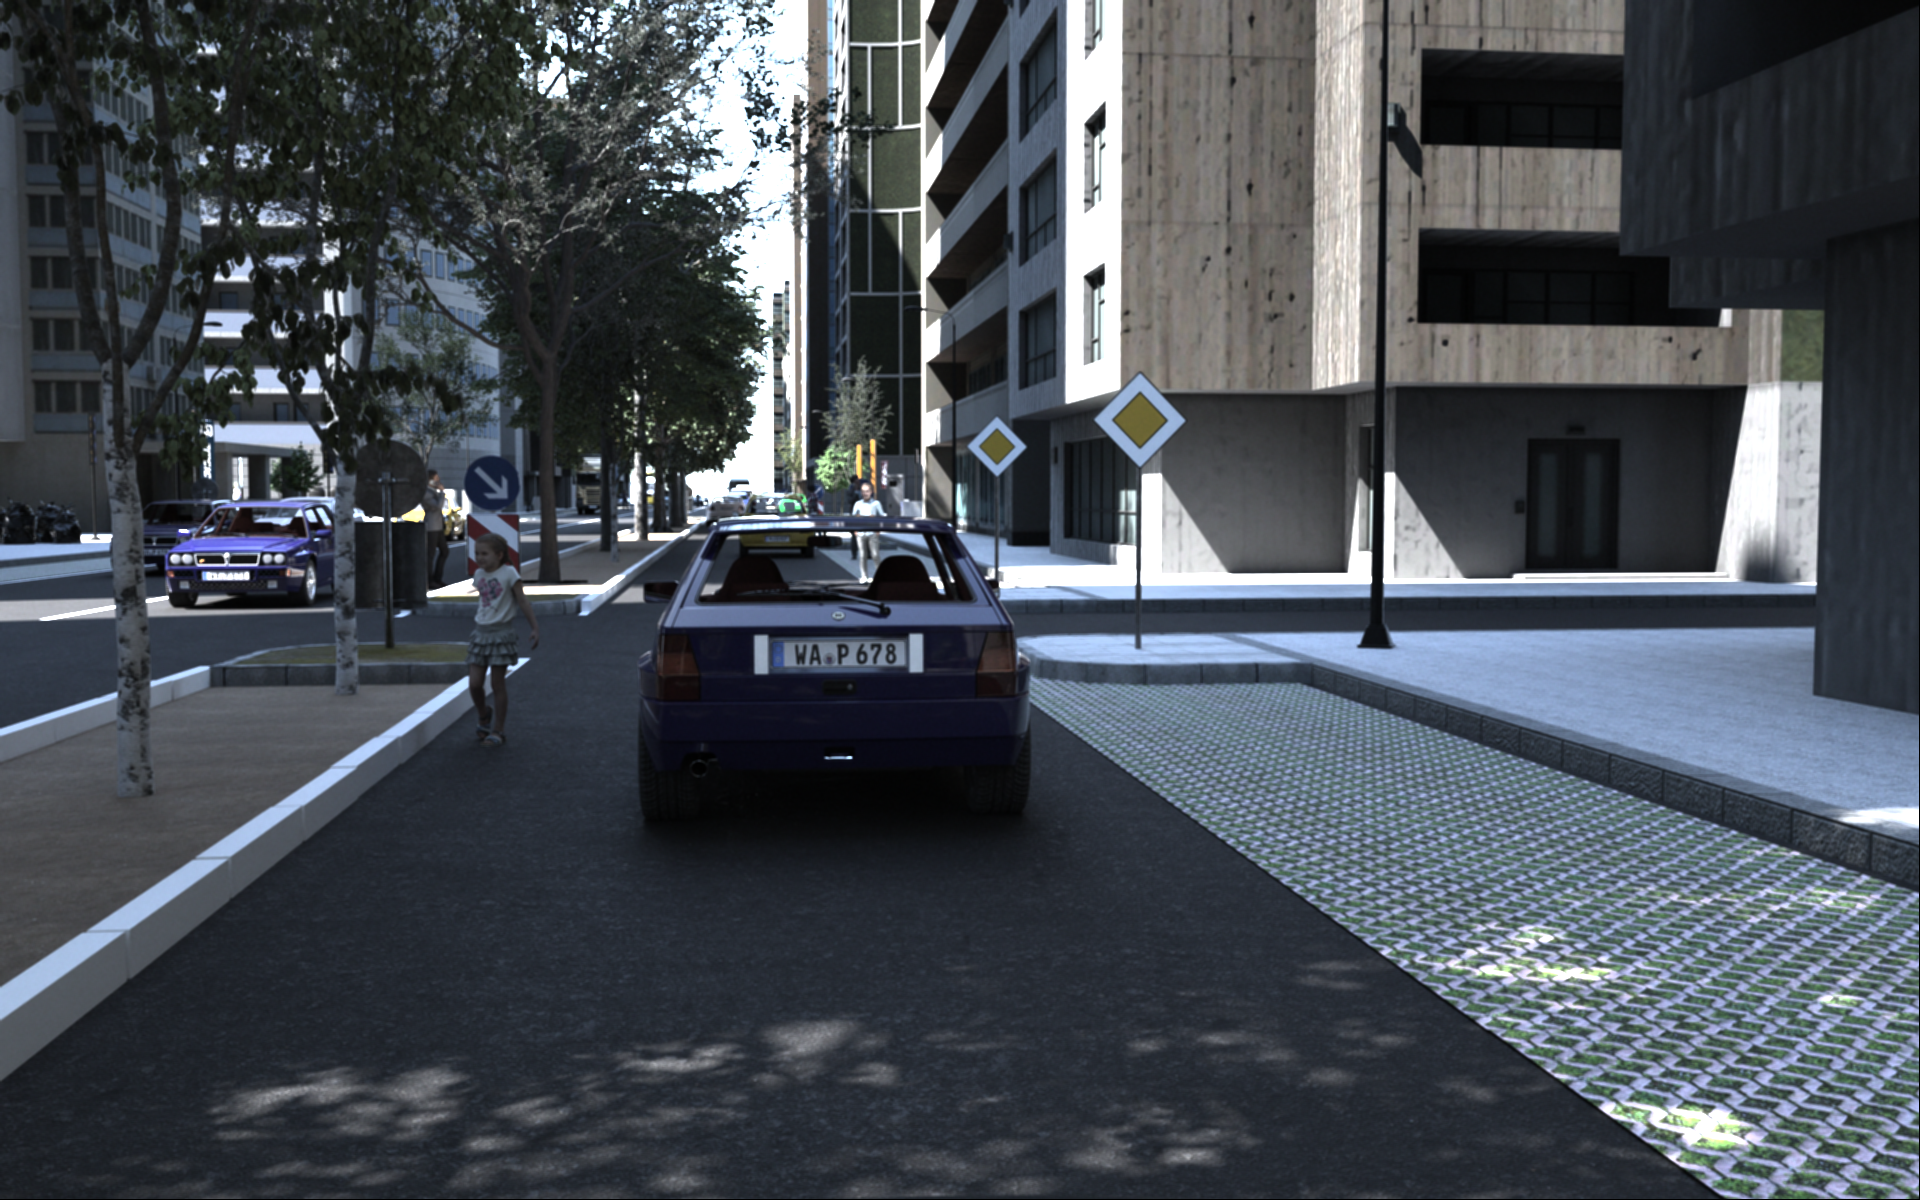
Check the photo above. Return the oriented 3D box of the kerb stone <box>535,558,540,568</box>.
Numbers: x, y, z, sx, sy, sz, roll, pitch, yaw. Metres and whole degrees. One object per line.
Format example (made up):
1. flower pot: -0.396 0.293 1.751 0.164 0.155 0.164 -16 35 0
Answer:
1. kerb stone: -8.208 -0.680 33.320 0.120 0.150 1.000 0 4 -7

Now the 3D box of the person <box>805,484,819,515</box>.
1. person: -4.374 -2.608 51.977 0.643 1.720 0.563 -1 4 -16

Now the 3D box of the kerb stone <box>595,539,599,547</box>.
1. kerb stone: -9.877 -1.488 46.526 0.120 0.150 1.000 0 4 -7

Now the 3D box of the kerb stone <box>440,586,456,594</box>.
1. kerb stone: -6.916 -0.056 23.152 0.120 0.150 1.000 0 4 -7

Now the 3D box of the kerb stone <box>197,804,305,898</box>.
1. kerb stone: -2.702 0.953 6.620 0.120 0.150 1.000 0 4 -7

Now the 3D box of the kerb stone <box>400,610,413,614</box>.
1. kerb stone: -6.664 0.070 21.110 0.120 0.150 1.000 0 4 -7

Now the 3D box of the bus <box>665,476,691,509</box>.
1. bus: -27.063 -10.384 164.642 2.948 3.499 13.247 0 4 -7

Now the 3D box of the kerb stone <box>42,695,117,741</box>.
1. kerb stone: -5.309 0.722 10.417 0.120 0.150 1.000 0 4 -7

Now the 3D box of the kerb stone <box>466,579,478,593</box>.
1. kerb stone: -7.180 -0.179 25.199 0.120 0.150 1.000 0 4 -7

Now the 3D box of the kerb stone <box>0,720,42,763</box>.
1. kerb stone: -5.174 0.782 9.404 0.120 0.150 1.000 0 4 -7

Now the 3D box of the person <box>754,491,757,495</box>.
1. person: -26.670 -13.305 226.054 1.348 1.823 0.705 0 4 -3

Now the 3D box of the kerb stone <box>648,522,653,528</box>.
1. kerb stone: -13.886 -3.415 78.073 0.120 0.150 1.000 0 4 -7

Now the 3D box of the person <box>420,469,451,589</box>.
1. person: -7.971 -1.079 26.331 0.473 1.802 0.592 0 4 6

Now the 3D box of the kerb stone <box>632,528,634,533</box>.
1. kerb stone: -11.811 -2.422 61.788 0.120 0.150 1.000 0 4 -7

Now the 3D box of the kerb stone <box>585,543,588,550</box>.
1. kerb stone: -9.497 -1.302 43.482 0.120 0.150 1.000 0 4 -7

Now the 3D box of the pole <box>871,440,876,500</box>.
1. pole: -3.256 -4.365 65.211 0.158 3.312 0.155 0 3 0

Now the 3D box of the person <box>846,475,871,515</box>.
1. person: -2.145 -1.799 37.720 0.655 1.846 0.447 -2 4 -24

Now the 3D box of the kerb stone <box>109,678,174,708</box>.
1. kerb stone: -5.430 0.658 11.432 0.120 0.150 1.000 0 4 -7

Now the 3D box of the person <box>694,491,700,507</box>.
1. person: -28.861 -11.119 190.380 0.705 1.814 1.350 -2 4 -34

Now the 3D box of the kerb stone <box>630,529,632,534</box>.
1. kerb stone: -11.686 -2.360 60.774 0.120 0.150 1.000 0 4 -7

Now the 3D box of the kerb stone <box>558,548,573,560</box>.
1. kerb stone: -8.976 -1.052 39.417 0.120 0.150 1.000 0 4 -7

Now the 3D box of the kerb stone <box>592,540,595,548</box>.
1. kerb stone: -9.755 -1.426 45.512 0.120 0.150 1.000 0 4 -7

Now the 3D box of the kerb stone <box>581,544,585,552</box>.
1. kerb stone: -9.365 -1.240 42.469 0.120 0.150 1.000 0 4 -7

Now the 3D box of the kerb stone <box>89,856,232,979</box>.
1. kerb stone: -2.572 1.017 5.602 0.120 0.150 1.000 0 4 -7

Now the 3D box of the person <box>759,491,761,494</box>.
1. person: -19.327 -9.730 168.108 1.217 1.766 0.721 1 4 22

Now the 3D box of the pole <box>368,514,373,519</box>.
1. pole: -29.994 -5.762 88.055 0.158 3.312 0.155 0 3 0

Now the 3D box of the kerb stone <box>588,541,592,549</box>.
1. kerb stone: -9.620 -1.364 44.497 0.120 0.150 1.000 0 4 -7

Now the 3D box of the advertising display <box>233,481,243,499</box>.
1. advertising display: -36.537 -5.036 87.559 0.974 1.923 0.123 3 5 40

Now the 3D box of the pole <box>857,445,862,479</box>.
1. pole: -4.180 -4.794 72.221 0.158 3.312 0.155 0 3 0

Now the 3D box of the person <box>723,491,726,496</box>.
1. person: -21.936 -9.308 161.618 0.436 1.711 0.756 0 4 7

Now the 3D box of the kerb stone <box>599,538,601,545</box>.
1. kerb stone: -10.013 -1.548 47.549 0.120 0.150 1.000 0 4 -7

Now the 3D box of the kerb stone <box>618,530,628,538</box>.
1. kerb stone: -11.430 -2.235 58.743 0.120 0.150 1.000 0 4 -7

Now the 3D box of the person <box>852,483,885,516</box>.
1. person: -1.447 -1.028 27.125 0.589 1.601 0.330 1 4 18

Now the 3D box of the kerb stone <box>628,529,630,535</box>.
1. kerb stone: -11.559 -2.297 59.757 0.120 0.150 1.000 0 4 -7

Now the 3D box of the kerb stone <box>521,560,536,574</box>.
1. kerb stone: -8.074 -0.618 32.306 0.120 0.150 1.000 0 4 -7

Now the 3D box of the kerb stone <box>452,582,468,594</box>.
1. kerb stone: -7.047 -0.121 24.174 0.120 0.150 1.000 0 4 -7

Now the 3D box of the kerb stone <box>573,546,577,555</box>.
1. kerb stone: -9.105 -1.114 40.435 0.120 0.150 1.000 0 4 -7

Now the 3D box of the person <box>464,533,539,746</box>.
1. person: -2.615 0.217 9.962 0.505 1.210 0.382 1 4 18

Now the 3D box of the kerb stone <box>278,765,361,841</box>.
1. kerb stone: -2.827 0.892 7.635 0.120 0.150 1.000 0 4 -7

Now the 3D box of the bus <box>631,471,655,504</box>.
1. bus: -33.830 -12.048 188.526 2.896 3.916 12.252 0 4 -6

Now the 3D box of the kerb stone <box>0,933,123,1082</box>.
1. kerb stone: -2.447 1.079 4.587 0.120 0.150 1.000 0 4 -7

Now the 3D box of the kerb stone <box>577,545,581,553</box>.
1. kerb stone: -9.239 -1.170 41.449 0.120 0.150 1.000 0 4 -7

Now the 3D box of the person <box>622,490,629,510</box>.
1. person: -29.736 -8.884 154.197 0.568 1.767 0.683 3 5 40

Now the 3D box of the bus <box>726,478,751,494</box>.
1. bus: -25.611 -12.582 200.572 2.948 3.499 13.247 0 4 -8

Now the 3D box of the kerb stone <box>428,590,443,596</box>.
1. kerb stone: -6.781 0.004 22.128 0.120 0.150 1.000 0 4 -7

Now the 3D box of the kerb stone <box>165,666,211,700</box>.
1. kerb stone: -5.553 0.600 12.450 0.120 0.150 1.000 0 4 -7
